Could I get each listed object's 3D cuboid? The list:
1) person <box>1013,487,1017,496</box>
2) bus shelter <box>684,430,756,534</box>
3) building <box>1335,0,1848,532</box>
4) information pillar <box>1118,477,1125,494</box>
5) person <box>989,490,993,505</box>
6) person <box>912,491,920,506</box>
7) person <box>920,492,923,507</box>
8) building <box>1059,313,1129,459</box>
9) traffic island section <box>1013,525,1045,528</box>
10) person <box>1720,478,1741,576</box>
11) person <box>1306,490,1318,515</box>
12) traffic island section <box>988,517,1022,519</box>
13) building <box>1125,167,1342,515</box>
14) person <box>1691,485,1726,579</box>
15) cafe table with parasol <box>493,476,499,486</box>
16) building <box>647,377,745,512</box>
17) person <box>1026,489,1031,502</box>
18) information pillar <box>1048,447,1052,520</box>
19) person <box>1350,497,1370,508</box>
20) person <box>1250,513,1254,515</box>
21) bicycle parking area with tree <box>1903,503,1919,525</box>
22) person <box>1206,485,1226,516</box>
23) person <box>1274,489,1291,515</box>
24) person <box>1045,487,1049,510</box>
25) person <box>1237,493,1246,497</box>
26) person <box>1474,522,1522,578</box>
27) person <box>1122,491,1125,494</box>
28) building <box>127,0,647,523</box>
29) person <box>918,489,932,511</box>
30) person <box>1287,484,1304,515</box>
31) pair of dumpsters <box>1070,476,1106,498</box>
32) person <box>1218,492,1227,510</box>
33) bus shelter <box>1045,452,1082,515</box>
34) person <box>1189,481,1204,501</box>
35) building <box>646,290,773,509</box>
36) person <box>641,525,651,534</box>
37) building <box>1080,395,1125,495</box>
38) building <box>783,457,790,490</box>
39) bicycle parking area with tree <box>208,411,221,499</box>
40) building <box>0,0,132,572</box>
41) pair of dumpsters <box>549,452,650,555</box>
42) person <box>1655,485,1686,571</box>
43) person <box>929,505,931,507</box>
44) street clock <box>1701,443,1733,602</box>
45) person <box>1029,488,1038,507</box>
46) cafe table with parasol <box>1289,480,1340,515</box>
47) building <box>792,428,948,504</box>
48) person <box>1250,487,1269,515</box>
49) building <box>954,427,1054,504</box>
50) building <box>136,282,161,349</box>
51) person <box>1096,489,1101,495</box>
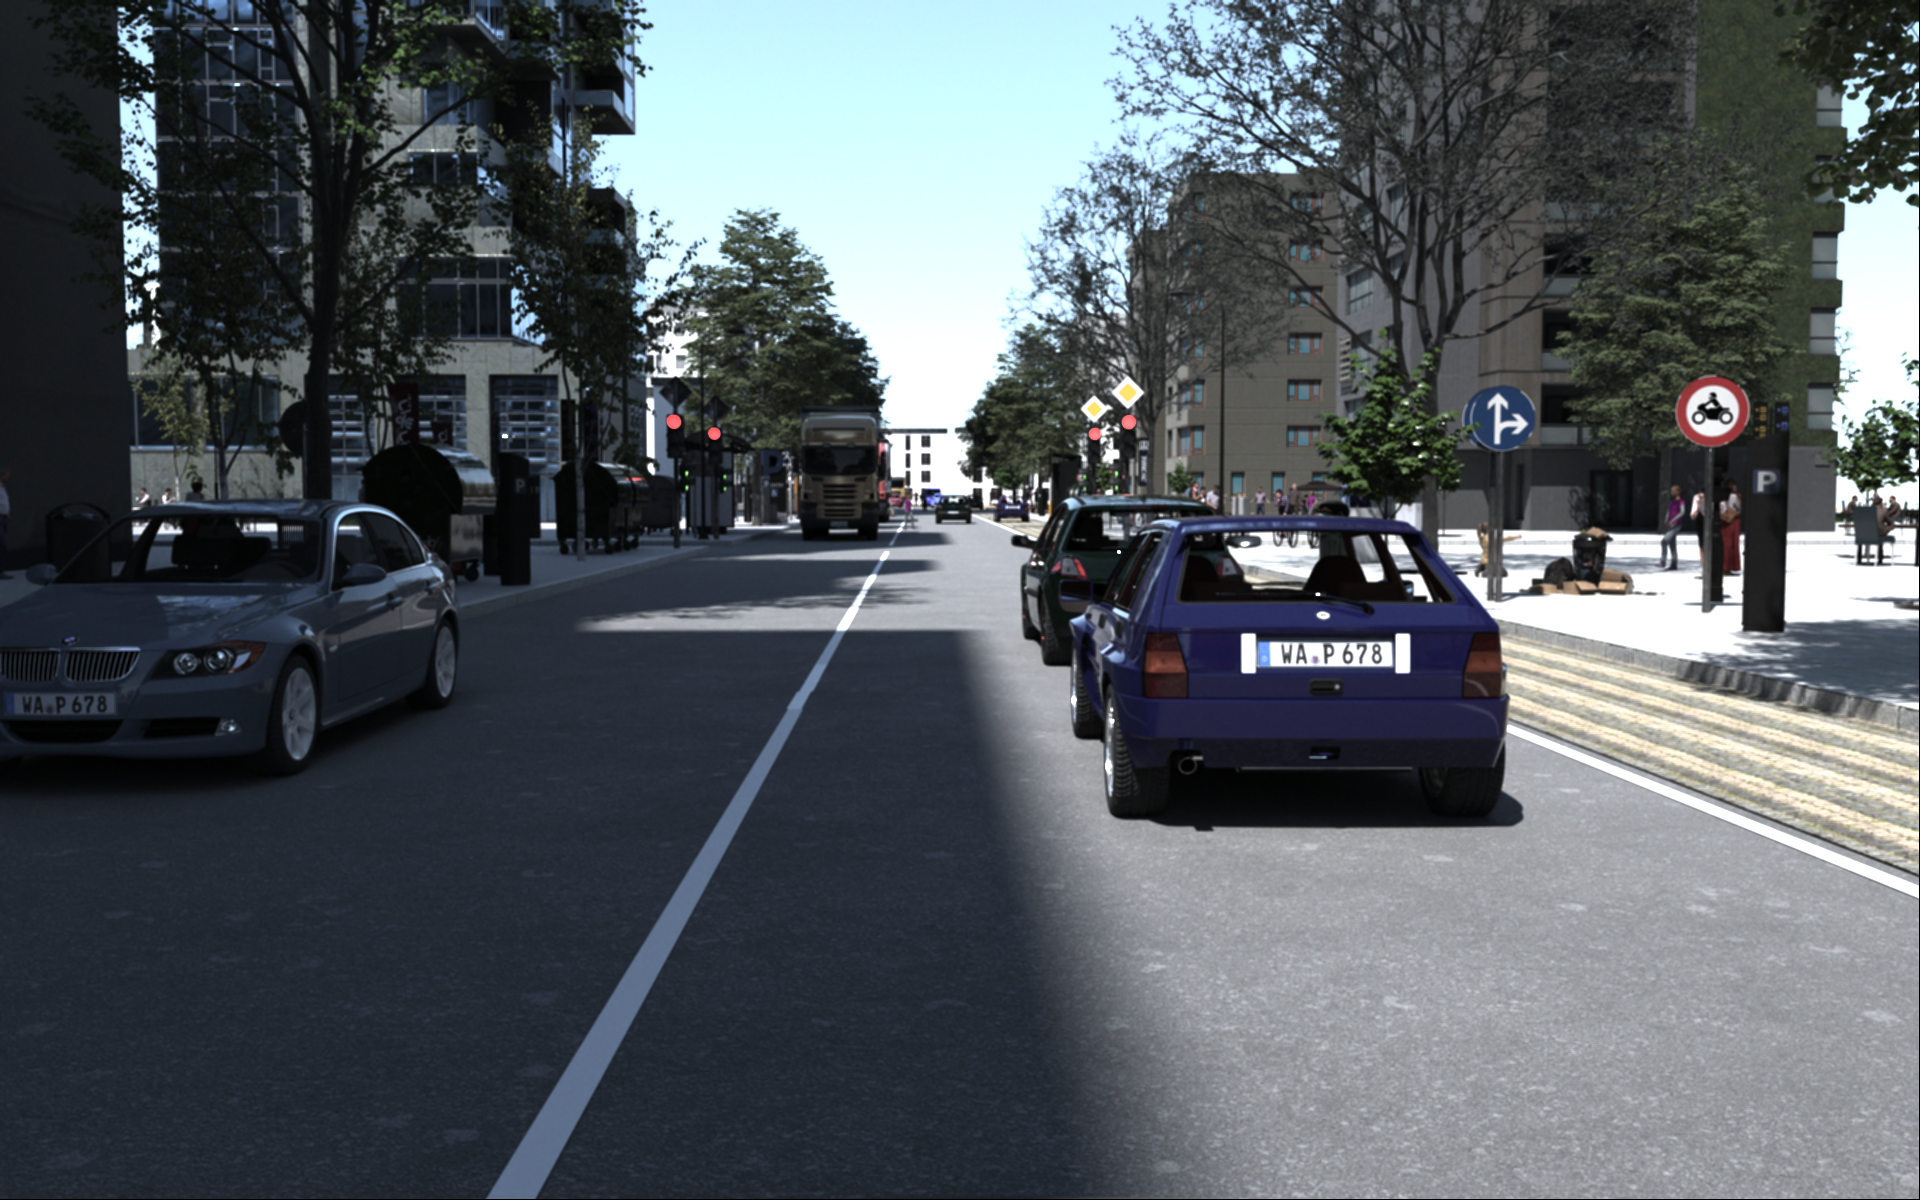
[{"bbox_3d":[4.348,-8.067,138.073,0.705,1.807,1.348,0,4,-3],"label":"person"},{"bbox_3d":[-8.018,-3.886,57.462,2.014,3.302,5.546,0,4,-1],"label":"bus shelter"},{"bbox_3d":[22.616,-23.279,64.200,14.086,41.232,14.154,0,4,-1],"label":"building"},{"bbox_3d":[7.042,-4.307,74.917,0.304,2.012,0.304,3,5,42],"label":"information pillar"},{"bbox_3d":[3.595,-11.679,197.437,0.568,1.767,0.683,-3,4,-36],"label":"person"},{"bbox_3d":[-5.071,-11.713,200.147,1.348,1.807,0.705,1,4,9],"label":"person"},{"bbox_3d":[-4.437,-11.485,197.097,0.721,1.723,1.217,1,4,15],"label":"person"},{"bbox_3d":[19.783,-19.026,177.527,16.747,18.905,31.486,0,4,-1],"label":"building"},{"bbox_3d":[3.259,-3.136,74.134,1.991,0.108,1.994,0,4,-1],"label":"traffic island section"},{"bbox_3d":[12.070,-1.141,27.166,0.387,1.526,0.523,0,4,3],"label":"person"},{"bbox_3d":[13.813,-3.618,68.436,0.726,1.434,0.776,3,5,42],"label":"person"},{"bbox_3d":[2.646,-4.783,101.071,1.991,0.108,1.994,0,4,-1],"label":"traffic island section"},{"bbox_3d":[25.822,-16.092,108.138,27.650,21.520,28.899,0,4,-1],"label":"building"},{"bbox_3d":[11.120,-1.018,25.874,0.628,1.438,0.799,0,4,1],"label":"person"},{"bbox_3d":[-17.716,-3.779,66.644,2.610,1.966,2.610,2,4,30],"label":"cafe table with parasol"},{"bbox_3d":[-21.686,-12.004,138.408,9.099,9.664,28.070,0,4,-1],"label":"building"},{"bbox_3d":[7.640,-11.838,199.610,1.348,1.821,0.705,-2,4,-29],"label":"person"},{"bbox_3d":[4.528,-5.821,86.520,0.183,3.616,0.504,1,4,11],"label":"information pillar"},{"bbox_3d":[7.831,-1.551,33.768,0.453,1.535,0.546,-1,4,-17],"label":"person"},{"bbox_3d":[9.364,-2.642,57.170,0.695,0.859,0.347,-2,4,-35],"label":"person"},{"bbox_3d":[40.282,-4.907,67.226,8.231,4.147,9.016,2,4,24],"label":"bicycle parking area with tree"},{"bbox_3d":[7.482,-2.591,50.620,0.614,1.554,0.590,0,4,-6],"label":"person"},{"bbox_3d":[9.344,-2.501,50.165,0.421,1.427,0.697,2,4,34],"label":"person"},{"bbox_3d":[7.062,-8.294,141.670,0.705,1.821,1.348,-2,4,-33],"label":"person"},{"bbox_3d":[11.558,-3.737,71.053,0.435,1.345,0.340,1,4,22],"label":"person"},{"bbox_3d":[8.272,-0.779,26.696,0.695,0.859,0.347,-1,4,-18],"label":"person"},{"bbox_3d":[6.422,-3.483,66.216,0.697,1.427,0.421,2,4,26],"label":"person"},{"bbox_3d":[-28.073,-47.460,88.646,22.319,86.520,31.000,0,4,-1],"label":"building"},{"bbox_3d":[-2.957,-8.411,146.000,1.348,1.826,0.705,2,4,28],"label":"person"},{"bbox_3d":[15.433,-4.489,79.997,0.434,1.755,0.990,-3,5,-45],"label":"person"},{"bbox_3d":[6.412,-5.109,86.026,1.574,2.255,4.437,0,4,-1],"label":"pair of dumpsters"},{"bbox_3d":[8.862,-2.979,58.659,0.435,1.345,0.340,-3,5,-41],"label":"person"},{"bbox_3d":[6.038,-6.691,100.686,1.731,3.624,6.357,0,4,-1],"label":"bus shelter"},{"bbox_3d":[6.801,-2.576,49.638,0.593,1.643,0.415,3,5,44],"label":"person"},{"bbox_3d":[-25.825,-18.426,157.687,16.016,20.091,11.380,0,4,-1],"label":"building"},{"bbox_3d":[-10.368,-3.039,56.258,0.617,1.759,0.750,3,4,37],"label":"person"},{"bbox_3d":[15.929,-12.527,146.969,9.099,9.664,28.070,0,4,-1],"label":"building"},{"bbox_3d":[-33.044,-15.059,188.354,28.070,9.664,9.099,0,4,-1],"label":"building"},{"bbox_3d":[-28.143,-4.398,58.912,8.231,4.147,9.016,-1,4,-15],"label":"bicycle parking area with tree"},{"bbox_3d":[-26.197,-24.303,21.060,21.600,48.544,21.300,0,4,-1],"label":"building"},{"bbox_3d":[-8.026,-2.212,38.662,1.574,2.255,4.437,0,4,-1],"label":"pair of dumpsters"},{"bbox_3d":[11.775,-1.198,28.871,0.776,1.435,0.726,-1,4,-9],"label":"person"},{"bbox_3d":[-3.305,-11.375,194.106,0.705,1.869,1.348,-2,4,-29],"label":"person"},{"bbox_3d":[8.972,-0.977,20.545,0.358,2.002,0.471,1,4,22],"label":"street clock"},{"bbox_3d":[6.499,-8.637,147.278,1.348,1.821,0.705,-2,4,-25],"label":"person"},{"bbox_3d":[17.372,-4.855,84.244,2.610,1.966,2.610,1,4,22],"label":"cafe table with parasol"},{"bbox_3d":[-15.605,-17.056,221.013,28.070,9.664,9.099,0,4,-1],"label":"building"},{"bbox_3d":[12.771,-4.020,73.735,0.963,1.587,0.435,1,4,21],"label":"person"},{"bbox_3d":[13.327,-17.111,221.912,28.070,9.664,9.099,0,4,-1],"label":"building"},{"bbox_3d":[-63.173,-20.404,177.581,32.646,21.610,27.936,0,4,-1],"label":"building"},{"bbox_3d":[5.624,-3.702,69.271,0.600,1.496,0.574,-1,4,-22],"label":"person"}]
